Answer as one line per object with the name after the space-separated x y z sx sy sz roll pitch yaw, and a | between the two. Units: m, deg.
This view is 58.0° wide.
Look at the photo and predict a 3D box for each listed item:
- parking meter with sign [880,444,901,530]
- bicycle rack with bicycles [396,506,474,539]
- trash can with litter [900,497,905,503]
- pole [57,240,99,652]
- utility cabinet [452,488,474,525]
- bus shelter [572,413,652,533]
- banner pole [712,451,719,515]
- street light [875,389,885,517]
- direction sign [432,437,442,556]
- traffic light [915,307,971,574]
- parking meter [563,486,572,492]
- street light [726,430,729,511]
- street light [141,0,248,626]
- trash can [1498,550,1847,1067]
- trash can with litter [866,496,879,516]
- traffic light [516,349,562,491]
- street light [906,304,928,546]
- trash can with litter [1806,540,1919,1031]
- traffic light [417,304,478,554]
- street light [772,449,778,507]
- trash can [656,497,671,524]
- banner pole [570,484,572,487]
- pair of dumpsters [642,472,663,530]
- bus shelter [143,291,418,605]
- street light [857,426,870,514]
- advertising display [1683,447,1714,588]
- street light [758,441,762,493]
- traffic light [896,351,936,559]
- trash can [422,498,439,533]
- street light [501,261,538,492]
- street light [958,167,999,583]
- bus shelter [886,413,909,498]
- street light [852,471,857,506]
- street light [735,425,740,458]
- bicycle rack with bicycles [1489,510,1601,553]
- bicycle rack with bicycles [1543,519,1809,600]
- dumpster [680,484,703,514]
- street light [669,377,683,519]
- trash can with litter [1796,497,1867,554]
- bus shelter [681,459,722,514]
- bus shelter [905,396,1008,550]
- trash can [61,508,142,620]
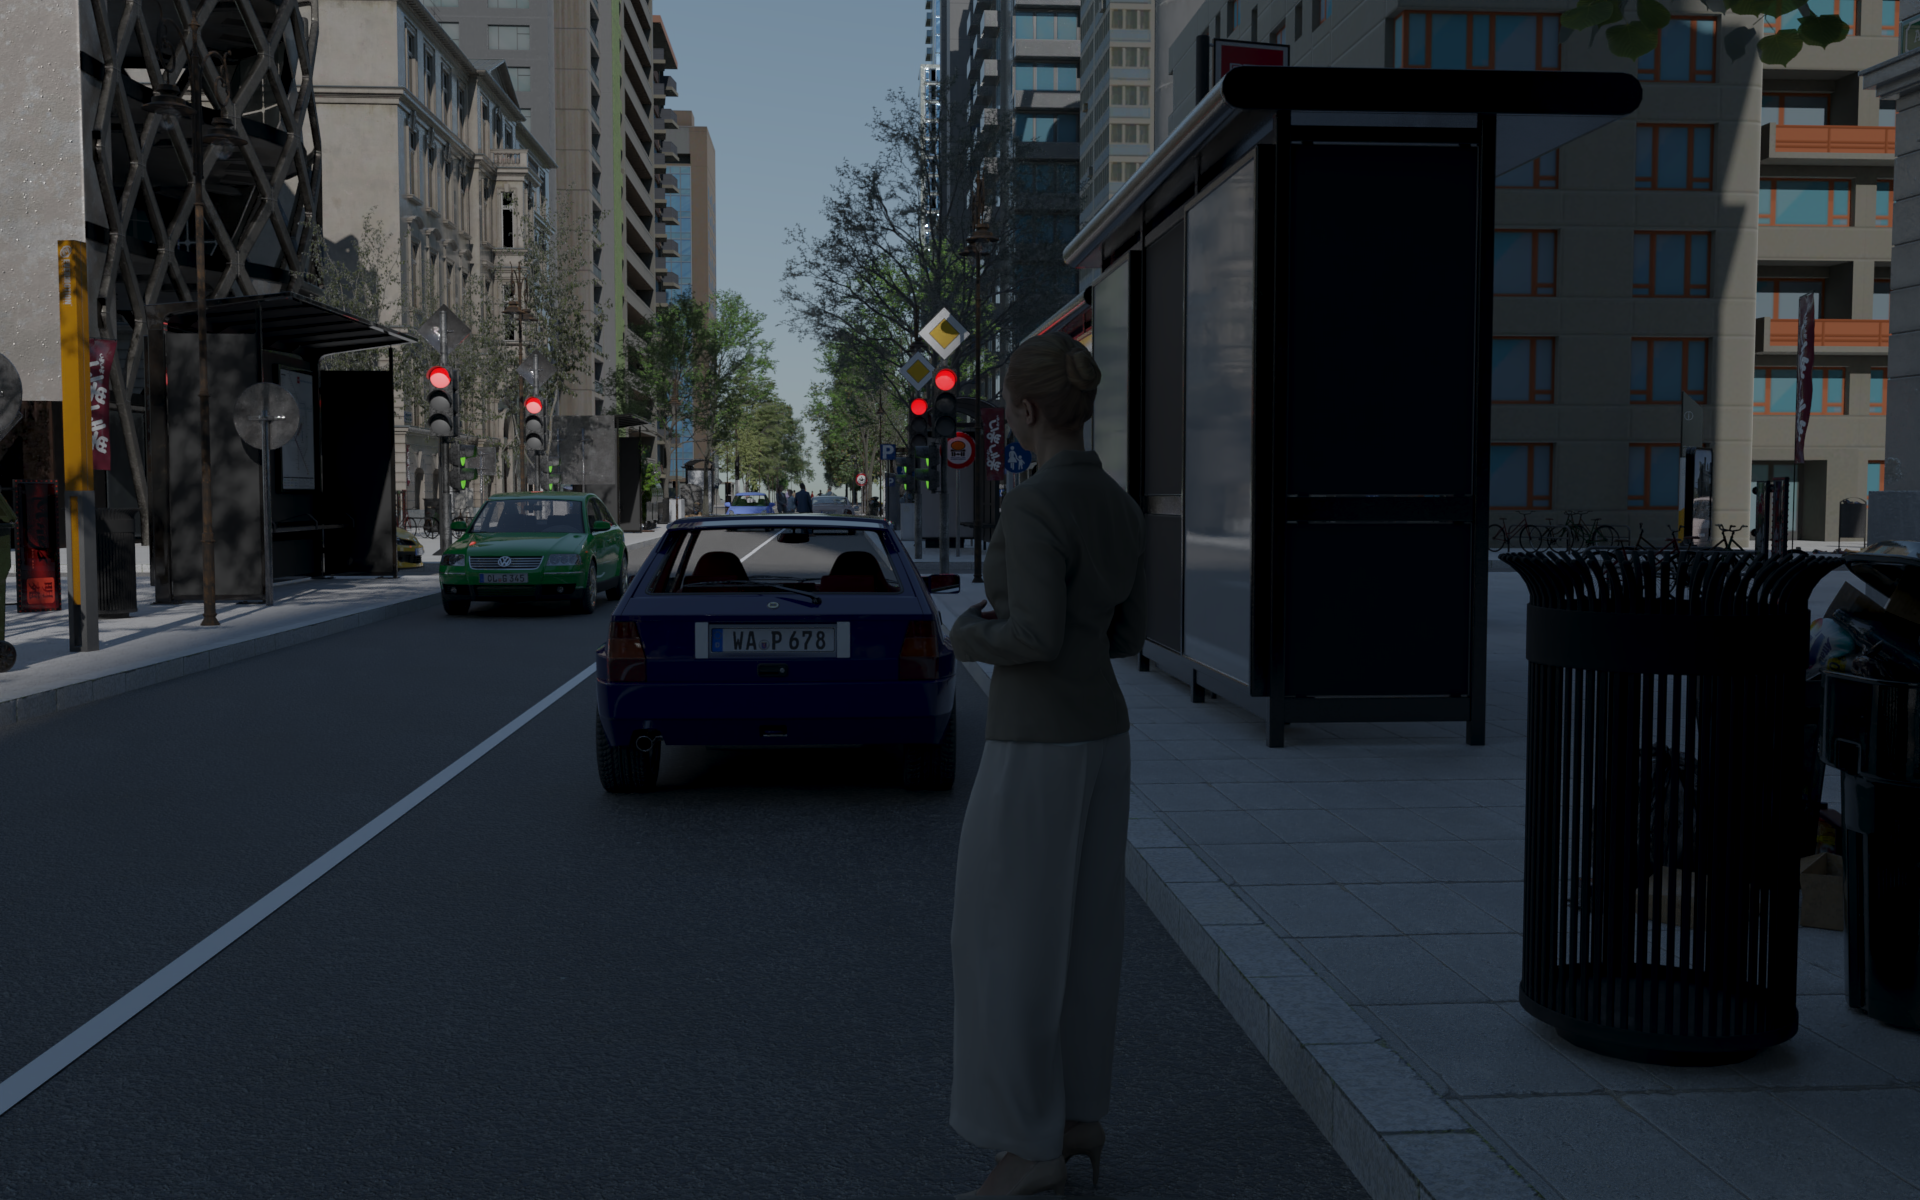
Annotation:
-2.369 -3.979 61.314 0.543 3.016 1.738 1 4 10 | parking meter with sign
-14.901 -2.242 50.045 2.852 0.926 2.925 -3 5 -43 | bicycle rack with bicycles
-2.362 -3.669 71.381 0.624 1.170 1.055 1 4 20 | trash can with litter
-7.151 -1.236 14.045 0.158 3.312 0.155 0 3 0 | pole
-17.304 -3.147 60.137 0.318 1.500 1.173 -3 5 -44 | utility cabinet
-10.668 -3.804 53.484 1.731 3.624 6.357 0 4 -4 | bus shelter
-13.719 -6.551 97.131 0.401 3.779 0.863 -3 4 -38 | banner pole
-3.481 -6.301 75.808 0.468 5.910 1.993 0 4 -4 | street light
-10.842 -2.699 36.125 0.379 3.537 0.876 -1 4 -14 | direction sign
-0.257 -2.279 26.187 0.839 4.253 0.868 0 4 -4 | traffic light
-12.229 -2.803 54.232 0.372 1.533 0.369 0 3 0 | parking meter
-13.612 -7.858 101.265 0.468 5.910 1.993 0 4 -4 | street light
-7.330 -2.689 16.753 0.468 5.910 1.993 0 4 -4 | street light
1.642 0.464 4.063 0.748 1.137 0.748 0 3 0 | trash can
-4.546 -4.698 88.194 0.624 1.170 1.055 -2 4 -33 | trash can with litter
-8.183 -2.732 33.596 0.839 4.253 0.868 0 4 -4 | traffic light
-1.058 -4.257 42.389 0.468 5.910 1.993 0 4 -4 | street light
2.655 0.435 4.275 1.055 1.170 0.624 0 4 -3 | trash can with litter
-7.597 -2.245 25.633 0.839 4.253 0.868 0 4 -4 | traffic light
-19.201 -12.518 177.458 0.468 5.910 1.993 0 4 -4 | street light
-12.640 -3.785 73.546 0.748 1.137 0.748 0 3 0 | trash can
-18.086 -5.601 81.590 0.863 3.779 0.401 3 4 36 | banner pole
-11.638 -3.655 62.257 1.574 2.255 4.437 0 4 -4 | pair of dumpsters
-8.828 -1.950 23.158 1.731 3.624 6.357 0 4 -4 | bus shelter
-6.552 -8.860 117.655 0.468 5.910 1.993 0 4 -4 | street light
10.234 -1.150 24.014 0.123 1.923 0.974 3 4 37 | advertising display
-16.639 -10.449 143.621 0.468 5.910 1.993 0 4 -4 | street light
-0.843 -2.766 34.150 0.839 4.253 0.868 0 4 -4 | traffic light
-17.547 -2.820 57.754 0.748 1.137 0.748 0 3 0 | trash can
-8.754 -3.779 34.577 0.468 5.910 1.993 0 4 -4 | street light
0.259 -3.188 24.915 0.468 5.910 1.993 0 4 -4 | street light
-2.579 -6.373 81.830 2.179 5.291 8.768 0 4 -4 | bus shelter
-8.955 -10.875 150.588 0.468 5.910 1.993 0 4 -4 | street light
-14.225 -8.402 110.161 0.468 5.910 1.993 0 4 -4 | street light
13.249 -1.483 37.628 2.852 0.926 2.925 -2 4 -25 | bicycle rack with bicycles
8.836 -0.469 21.053 2.925 0.926 2.852 1 4 12 | bicycle rack with bicycles
-15.044 -5.583 97.032 1.264 1.857 1.865 0 4 -4 | dumpster
-11.177 -5.840 68.266 0.468 5.910 1.993 0 4 -4 | street light
18.789 -1.608 37.346 2.233 1.210 1.678 1 4 14 | trash can with litter
-15.132 -6.589 101.650 2.014 3.302 5.546 0 4 -4 | bus shelter
-0.111 -2.732 38.587 2.014 3.302 5.546 0 4 -4 | bus shelter
-8.842 -0.381 17.881 0.748 1.137 0.748 0 3 0 | trash can
